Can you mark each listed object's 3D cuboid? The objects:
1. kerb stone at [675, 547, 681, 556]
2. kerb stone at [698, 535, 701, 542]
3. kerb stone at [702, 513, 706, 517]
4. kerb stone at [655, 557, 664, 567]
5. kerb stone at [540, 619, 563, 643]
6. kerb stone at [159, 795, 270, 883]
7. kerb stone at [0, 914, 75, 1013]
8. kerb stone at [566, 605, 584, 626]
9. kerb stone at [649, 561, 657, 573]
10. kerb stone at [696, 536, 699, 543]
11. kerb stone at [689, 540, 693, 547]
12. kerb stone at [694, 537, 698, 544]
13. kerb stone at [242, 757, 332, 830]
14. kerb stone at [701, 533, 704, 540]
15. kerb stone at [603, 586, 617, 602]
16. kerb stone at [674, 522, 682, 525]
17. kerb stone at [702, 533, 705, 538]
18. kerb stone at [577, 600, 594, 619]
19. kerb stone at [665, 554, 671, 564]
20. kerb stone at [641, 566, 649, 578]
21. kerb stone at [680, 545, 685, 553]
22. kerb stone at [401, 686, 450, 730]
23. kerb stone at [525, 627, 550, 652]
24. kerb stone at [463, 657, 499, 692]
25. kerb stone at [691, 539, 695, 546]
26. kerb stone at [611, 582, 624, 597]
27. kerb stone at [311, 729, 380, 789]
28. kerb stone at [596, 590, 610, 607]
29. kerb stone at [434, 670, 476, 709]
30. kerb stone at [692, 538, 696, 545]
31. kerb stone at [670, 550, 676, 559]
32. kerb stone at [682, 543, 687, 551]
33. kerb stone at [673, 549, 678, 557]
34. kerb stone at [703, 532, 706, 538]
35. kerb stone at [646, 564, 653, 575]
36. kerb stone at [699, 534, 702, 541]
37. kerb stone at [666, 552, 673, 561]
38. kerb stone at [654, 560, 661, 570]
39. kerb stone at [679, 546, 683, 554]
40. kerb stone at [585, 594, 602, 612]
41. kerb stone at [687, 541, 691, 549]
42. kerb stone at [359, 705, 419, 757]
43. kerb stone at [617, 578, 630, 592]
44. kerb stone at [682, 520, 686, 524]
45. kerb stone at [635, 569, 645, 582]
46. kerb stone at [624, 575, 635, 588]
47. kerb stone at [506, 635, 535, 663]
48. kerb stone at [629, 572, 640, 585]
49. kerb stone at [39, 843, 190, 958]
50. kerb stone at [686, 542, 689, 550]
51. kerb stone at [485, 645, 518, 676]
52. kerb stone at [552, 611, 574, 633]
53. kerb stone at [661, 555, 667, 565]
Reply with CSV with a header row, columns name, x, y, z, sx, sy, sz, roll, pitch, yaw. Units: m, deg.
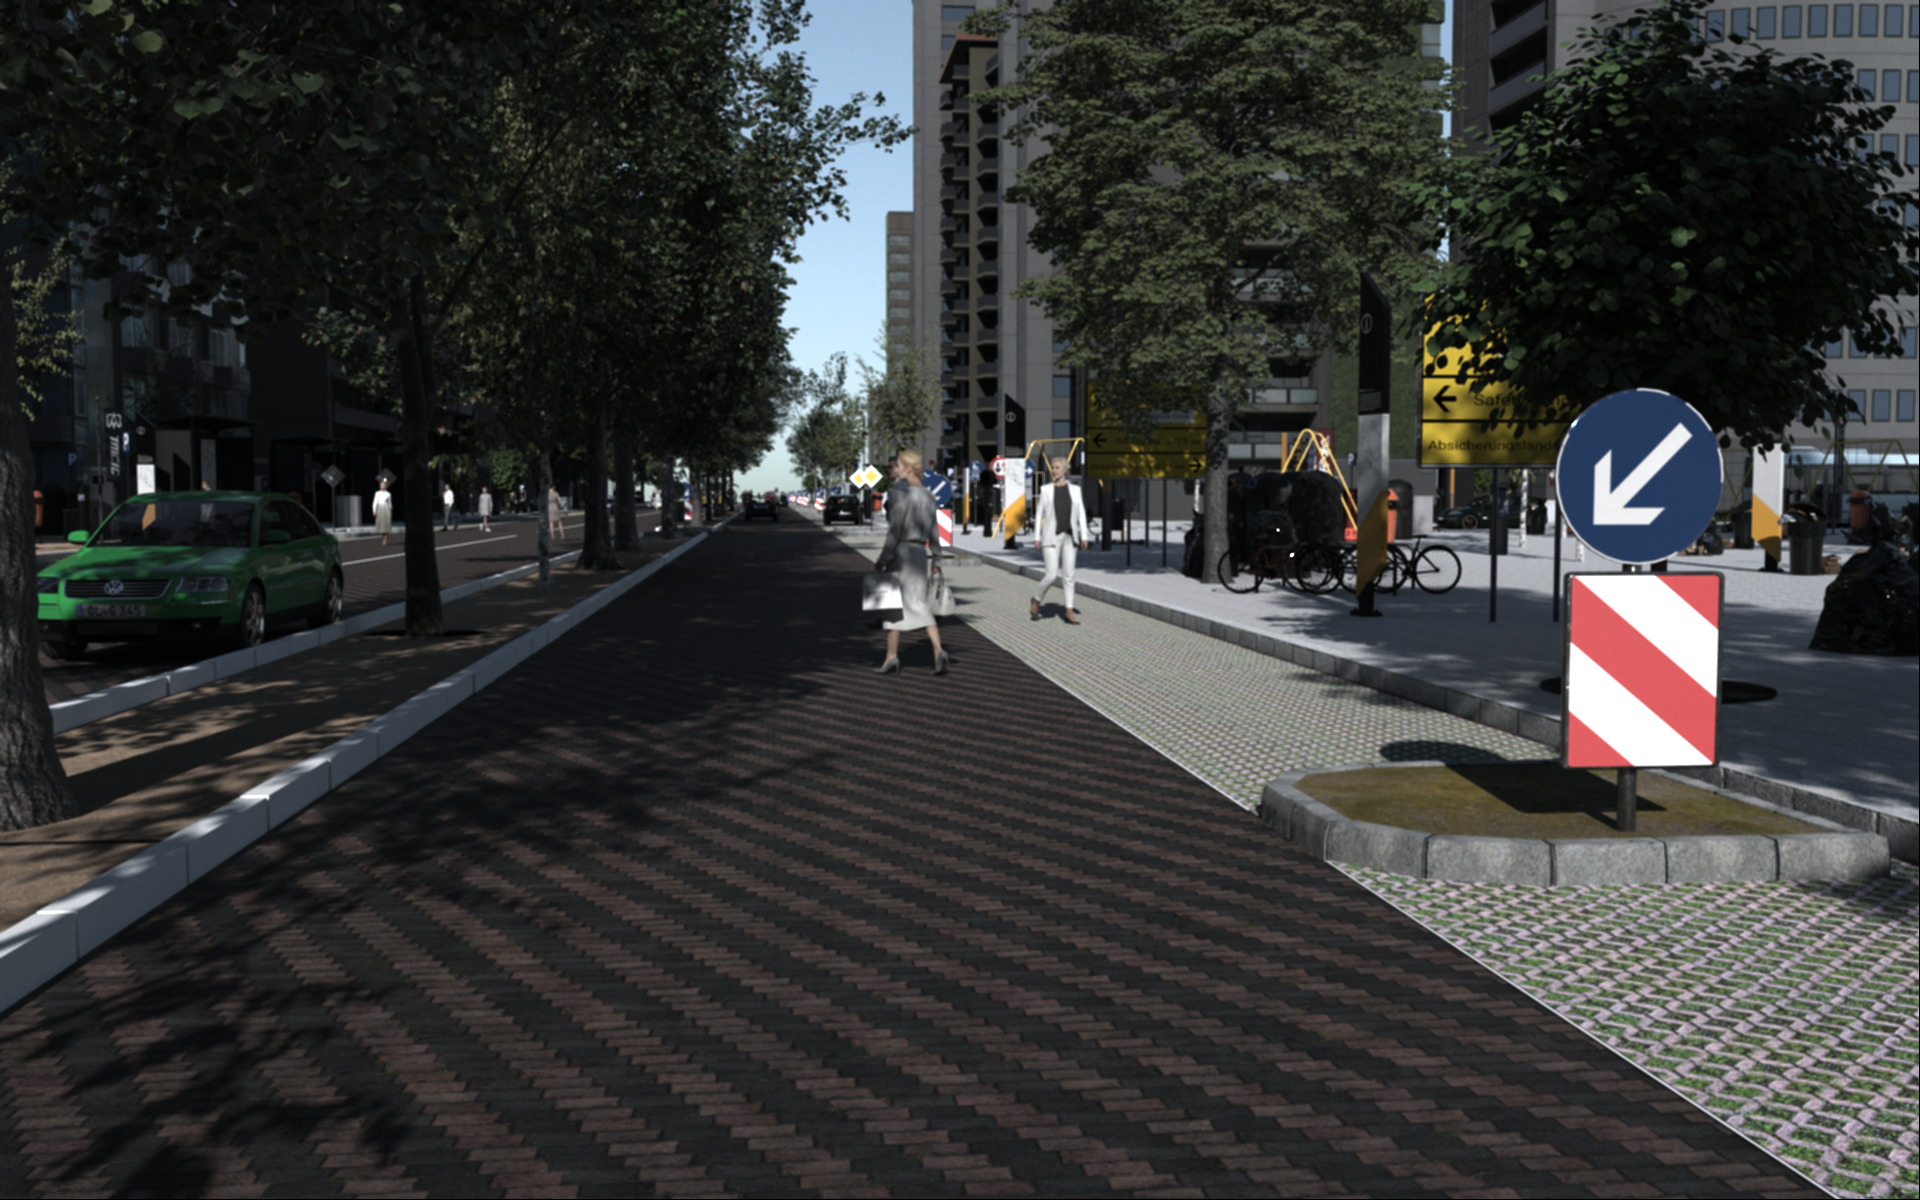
name,x,y,z,sx,sy,sz,roll,pitch,yaw
kerb stone,-6.507,-1.054,39.432,0.120,0.150,1.000,0,4,-6
kerb stone,-7.732,-1.740,50.644,0.120,0.150,1.000,0,4,-6
kerb stone,-16.900,-5.685,115.147,0.120,0.150,1.000,0,4,-6
kerb stone,-5.843,-0.676,33.324,0.120,0.150,1.000,0,4,-6
kerb stone,-4.046,0.320,17.024,0.120,0.150,1.000,0,4,-6
kerb stone,-2.944,0.942,6.842,0.120,0.150,1.000,0,4,-6
kerb stone,-2.715,1.063,4.808,0.120,0.150,1.000,0,4,-6
kerb stone,-4.277,0.192,19.055,0.120,0.150,1.000,0,4,-6
kerb stone,-5.606,-0.556,31.288,0.120,0.150,1.000,0,4,-6
kerb stone,-7.622,-1.678,49.627,0.120,0.150,1.000,0,4,-6
kerb stone,-7.173,-1.423,45.551,0.120,0.150,1.000,0,4,-6
kerb stone,-7.505,-1.614,48.612,0.120,0.150,1.000,0,4,-6
kerb stone,-3.054,0.877,7.862,0.120,0.150,1.000,0,4,-6
kerb stone,-7.954,-1.865,52.684,0.120,0.150,1.000,0,4,-6
kerb stone,-4.721,-0.057,23.127,0.120,0.150,1.000,0,4,-6
kerb stone,-13.114,-3.561,80.502,0.120,0.150,1.000,0,4,-6
kerb stone,-8.061,-1.927,53.700,0.120,0.150,1.000,0,4,-6
kerb stone,-4.384,0.130,20.072,0.120,0.150,1.000,0,4,-6
kerb stone,-6.050,-0.806,35.366,0.120,0.150,1.000,0,4,-6
kerb stone,-5.389,-0.431,29.241,0.120,0.150,1.000,0,4,-6
kerb stone,-6.728,-1.172,41.468,0.120,0.150,1.000,0,4,-6
kerb stone,-3.388,0.690,10.913,0.120,0.150,1.000,0,4,-6
kerb stone,-3.939,0.382,16.001,0.120,0.150,1.000,0,4,-6
kerb stone,-3.604,0.566,12.950,0.120,0.150,1.000,0,4,-6
kerb stone,-7.288,-1.491,46.571,0.120,0.150,1.000,0,4,-6
kerb stone,-4.828,-0.115,24.149,0.120,0.150,1.000,0,4,-6
kerb stone,-3.160,0.816,8.879,0.120,0.150,1.000,0,4,-6
kerb stone,-4.605,0.005,22.112,0.120,0.150,1.000,0,4,-6
kerb stone,-3.501,0.628,11.929,0.120,0.150,1.000,0,4,-6
kerb stone,-7.396,-1.551,47.596,0.120,0.150,1.000,0,4,-6
kerb stone,-6.283,-0.930,37.399,0.120,0.150,1.000,0,4,-6
kerb stone,-6.838,-1.237,42.484,0.120,0.150,1.000,0,4,-6
kerb stone,-6.395,-0.992,38.415,0.120,0.150,1.000,0,4,-6
kerb stone,-8.182,-1.987,54.716,0.120,0.150,1.000,0,4,-6
kerb stone,-5.503,-0.484,30.263,0.120,0.150,1.000,0,4,-6
kerb stone,-7.843,-1.802,51.660,0.120,0.150,1.000,0,4,-6
kerb stone,-6.167,-0.866,36.381,0.120,0.150,1.000,0,4,-6
kerb stone,-5.725,-0.614,32.303,0.120,0.150,1.000,0,4,-6
kerb stone,-6.620,-1.112,40.448,0.120,0.150,1.000,0,4,-6
kerb stone,-4.498,0.068,21.089,0.120,0.150,1.000,0,4,-6
kerb stone,-7.061,-1.366,44.528,0.120,0.150,1.000,0,4,-6
kerb stone,-3.271,0.752,9.897,0.120,0.150,1.000,0,4,-6
kerb stone,-4.940,-0.182,25.165,0.120,0.150,1.000,0,4,-6
kerb stone,-13.438,-3.753,83.553,0.120,0.150,1.000,0,4,-6
kerb stone,-5.269,-0.368,28.214,0.120,0.150,1.000,0,4,-6
kerb stone,-5.051,-0.242,26.181,0.120,0.150,1.000,0,4,-6
kerb stone,-3.833,0.441,14.984,0.120,0.150,1.000,0,4,-6
kerb stone,-5.167,-0.306,27.197,0.120,0.150,1.000,0,4,-6
kerb stone,-2.831,1.001,5.826,0.120,0.150,1.000,0,4,-6
kerb stone,-6.947,-1.303,43.507,0.120,0.150,1.000,0,4,-6
kerb stone,-3.718,0.503,13.965,0.120,0.150,1.000,0,4,-6
kerb stone,-4.168,0.254,18.039,0.120,0.150,1.000,0,4,-6
kerb stone,-5.960,-0.743,34.347,0.120,0.150,1.000,0,4,-6
